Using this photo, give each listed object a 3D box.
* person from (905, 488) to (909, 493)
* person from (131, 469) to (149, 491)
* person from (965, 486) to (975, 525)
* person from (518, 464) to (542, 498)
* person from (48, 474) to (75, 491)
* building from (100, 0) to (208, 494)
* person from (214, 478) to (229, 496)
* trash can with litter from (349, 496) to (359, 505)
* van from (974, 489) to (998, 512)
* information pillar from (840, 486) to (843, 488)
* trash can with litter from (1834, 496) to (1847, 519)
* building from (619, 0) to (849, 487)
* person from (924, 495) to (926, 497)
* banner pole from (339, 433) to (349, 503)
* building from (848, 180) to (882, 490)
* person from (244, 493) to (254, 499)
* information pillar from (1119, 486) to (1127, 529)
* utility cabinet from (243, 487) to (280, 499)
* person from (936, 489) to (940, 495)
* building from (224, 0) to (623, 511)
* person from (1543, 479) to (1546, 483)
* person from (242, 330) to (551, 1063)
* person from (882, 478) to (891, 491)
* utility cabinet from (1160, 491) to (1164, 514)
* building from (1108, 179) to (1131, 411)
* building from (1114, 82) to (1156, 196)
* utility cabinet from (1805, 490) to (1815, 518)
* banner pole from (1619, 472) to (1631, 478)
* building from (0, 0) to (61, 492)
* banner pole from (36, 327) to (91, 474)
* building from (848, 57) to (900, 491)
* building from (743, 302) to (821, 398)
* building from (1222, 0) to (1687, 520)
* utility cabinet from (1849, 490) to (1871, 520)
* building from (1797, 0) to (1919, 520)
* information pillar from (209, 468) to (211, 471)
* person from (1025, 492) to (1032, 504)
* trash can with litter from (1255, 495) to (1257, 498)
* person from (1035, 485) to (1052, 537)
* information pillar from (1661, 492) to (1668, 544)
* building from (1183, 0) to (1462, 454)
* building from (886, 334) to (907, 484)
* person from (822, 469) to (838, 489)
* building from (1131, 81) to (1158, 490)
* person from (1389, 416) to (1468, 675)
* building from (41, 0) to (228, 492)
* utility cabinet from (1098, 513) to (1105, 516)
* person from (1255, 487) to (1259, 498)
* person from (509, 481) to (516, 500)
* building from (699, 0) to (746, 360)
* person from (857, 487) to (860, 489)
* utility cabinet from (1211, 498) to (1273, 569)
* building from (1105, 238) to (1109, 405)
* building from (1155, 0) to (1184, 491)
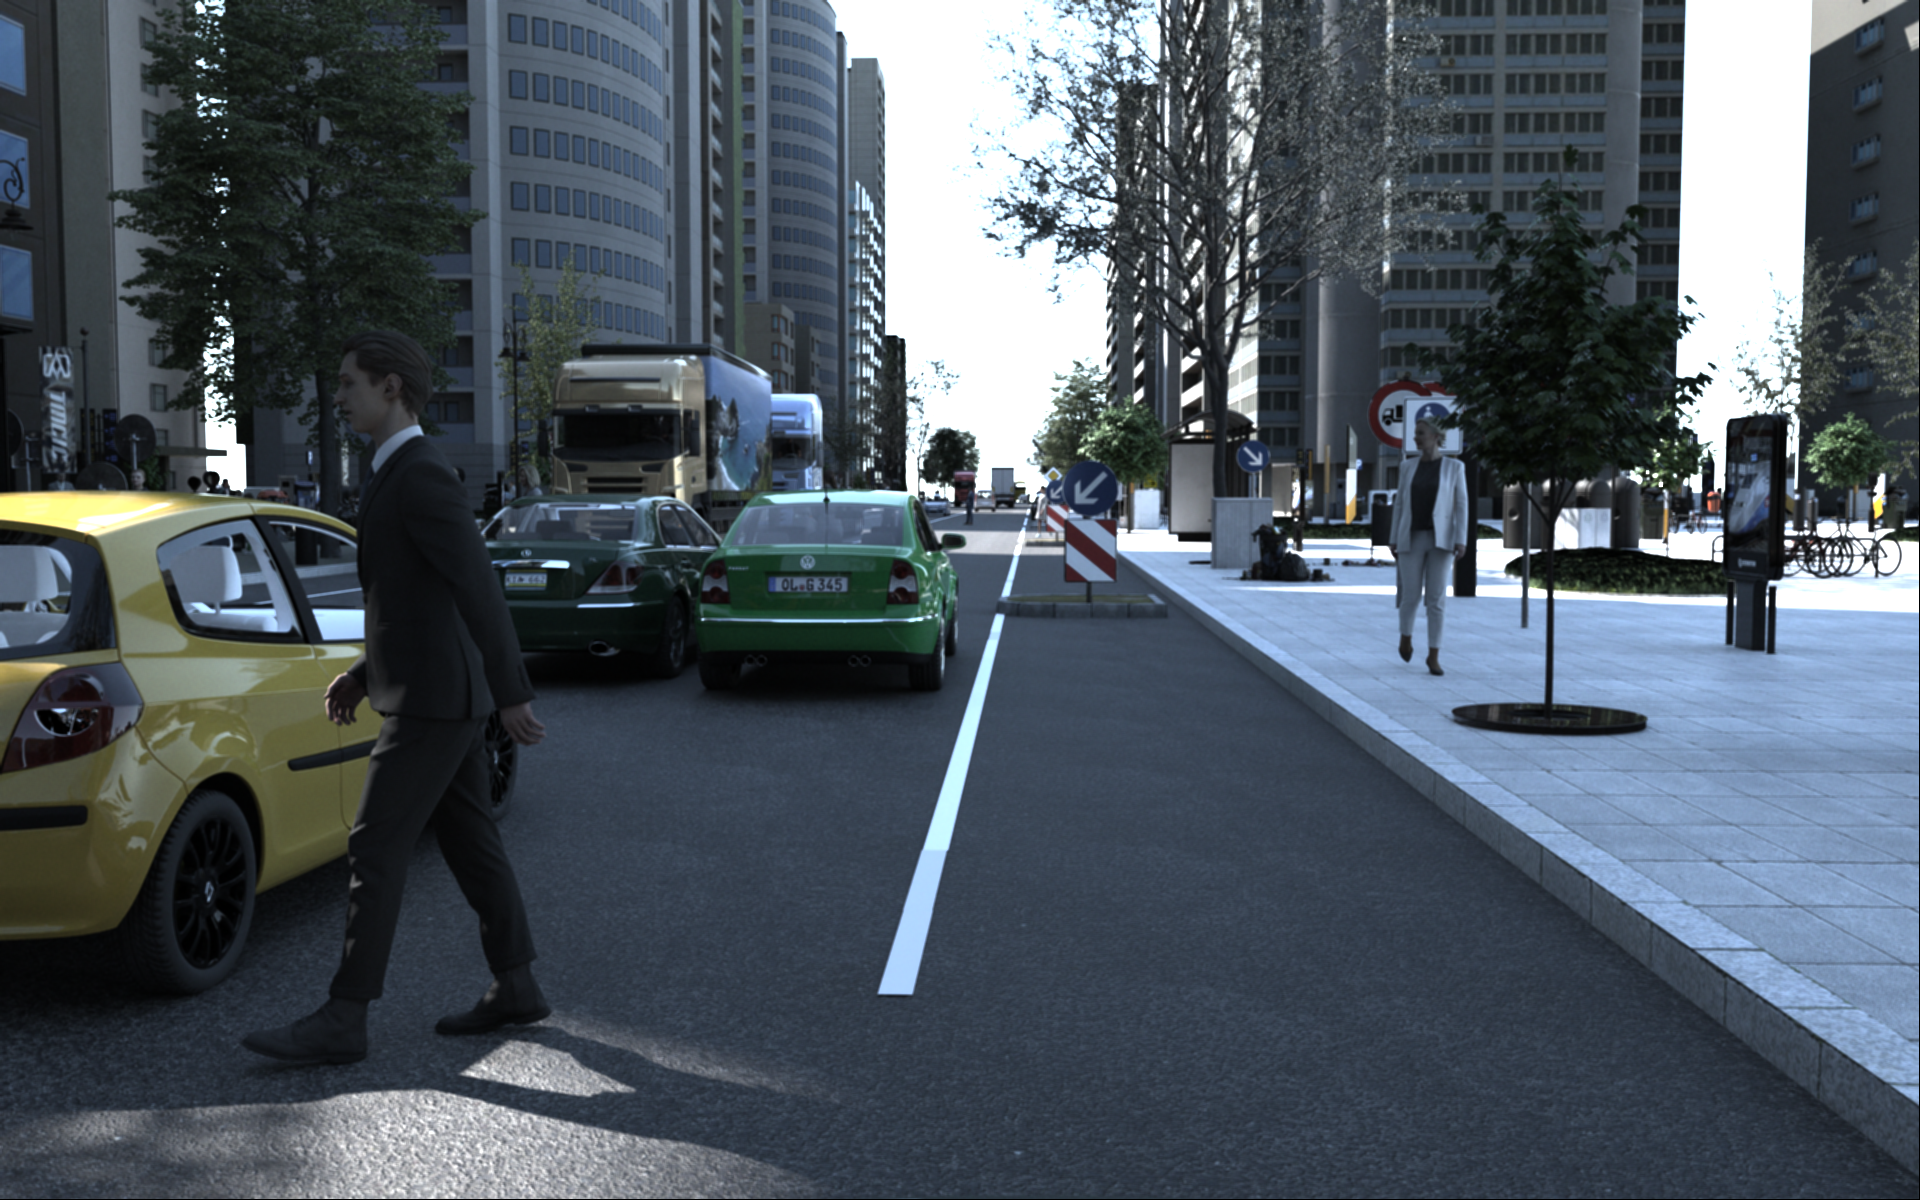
[{"bbox_3d":[-3.704,-7.160,125.410,0.795,1.843,0.661,0,4,5],"label":"person"},{"bbox_3d":[-11.120,-0.893,23.518,0.576,1.772,0.534,0,4,4],"label":"person"},{"bbox_3d":[0.467,-4.445,81.364,0.419,1.800,0.721,-2,4,-27],"label":"person"},{"bbox_3d":[-5.324,-0.793,21.646,0.728,1.800,0.709,-2,4,-29],"label":"person"},{"bbox_3d":[-19.630,-1.943,37.936,0.709,1.813,0.853,-3,5,-41],"label":"person"},{"bbox_3d":[-52.080,-25.215,95.866,14.086,41.232,14.154,0,4,2],"label":"building"},{"bbox_3d":[-24.900,-3.224,58.748,0.713,1.824,0.794,1,4,17],"label":"person"},{"bbox_3d":[-20.243,-2.956,59.386,2.233,1.210,1.678,-2,4,-25],"label":"trash can with litter"},{"bbox_3d":[2.033,-8.149,140.255,2.013,2.044,4.112,0,4,2],"label":"van"},{"bbox_3d":[-10.386,-8.961,151.002,0.304,2.012,0.304,2,4,28],"label":"information pillar"},{"bbox_3d":[44.910,-4.693,88.115,0.624,1.170,1.055,3,5,39],"label":"trash can with litter"},{"bbox_3d":[-24.774,-40.210,199.429,21.231,58.520,28.212,0,4,2],"label":"building"},{"bbox_3d":[-6.255,-18.374,307.132,0.621,1.740,0.551,0,4,-3],"label":"person"},{"bbox_3d":[-25.406,-4.975,71.352,0.863,3.779,0.401,3,5,39],"label":"banner pole"},{"bbox_3d":[-23.898,-39.415,264.044,23.786,49.044,30.456,0,4,2],"label":"building"},{"bbox_3d":[-15.136,-1.634,37.001,0.306,1.304,0.590,1,4,17],"label":"person"},{"bbox_3d":[6.048,-3.605,63.441,0.304,2.012,0.304,-3,5,-40],"label":"information pillar"},{"bbox_3d":[-22.734,-2.917,56.376,1.173,1.500,0.318,1,4,14],"label":"utility cabinet"},{"bbox_3d":[-1.607,-7.269,127.698,0.721,1.781,0.623,2,4,23],"label":"person"},{"bbox_3d":[-28.921,-34.461,105.436,21.231,58.520,28.212,0,4,2],"label":"building"},{"bbox_3d":[20.945,-3.412,61.946,0.709,1.813,0.853,-1,4,-17],"label":"person"},{"bbox_3d":[-1.450,0.234,4.456,0.755,1.850,0.659,-1,4,-15],"label":"person"},{"bbox_3d":[-1.939,-2.270,45.387,0.755,1.850,0.659,1,4,19],"label":"person"},{"bbox_3d":[13.286,-6.352,112.535,1.173,1.500,0.318,0,4,5],"label":"utility cabinet"},{"bbox_3d":[33.848,-38.923,260.085,21.300,48.544,21.600,0,4,2],"label":"building"},{"bbox_3d":[35.357,-52.865,302.594,20.563,71.187,20.611,0,4,2],"label":"building"},{"bbox_3d":[42.799,-4.833,87.691,0.318,1.500,1.173,0,4,0],"label":"utility cabinet"},{"bbox_3d":[32.964,-5.857,85.775,0.863,3.779,0.401,-1,4,-13],"label":"banner pole"},{"bbox_3d":[-28.070,-23.378,32.342,14.600,45.320,14.200,0,4,2],"label":"building"},{"bbox_3d":[-13.278,-2.193,25.877,0.863,3.779,0.401,-3,5,-39],"label":"banner pole"},{"bbox_3d":[-20.687,-52.043,289.150,20.563,71.187,20.611,0,4,2],"label":"building"},{"bbox_3d":[-29.355,-20.006,172.132,27.650,21.520,28.899,0,4,2],"label":"building"},{"bbox_3d":[28.449,-25.089,102.080,23.993,40.220,32.217,0,4,2],"label":"building"},{"bbox_3d":[44.186,-4.658,84.837,1.173,1.500,0.318,2,4,34],"label":"utility cabinet"},{"bbox_3d":[58.966,-28.799,94.561,21.600,48.544,21.300,0,4,2],"label":"building"},{"bbox_3d":[-67.383,-10.051,155.692,0.183,3.616,0.504,0,4,-8],"label":"information pillar"},{"bbox_3d":[9.807,-14.566,246.680,1.348,1.821,0.705,-3,4,-37],"label":"person"},{"bbox_3d":[22.096,-7.187,128.567,1.678,1.210,2.233,2,4,27],"label":"trash can with litter"},{"bbox_3d":[2.783,-2.967,57.768,0.466,1.731,0.760,3,4,35],"label":"person"},{"bbox_3d":[18.212,-3.258,44.615,0.183,3.616,0.504,1,4,22],"label":"information pillar"},{"bbox_3d":[29.943,-31.772,143.175,21.300,48.544,21.600,0,4,2],"label":"building"},{"bbox_3d":[-16.932,-32.792,307.852,14.160,30.474,14.107,0,4,2],"label":"building"},{"bbox_3d":[-1.954,-1.001,25.136,0.520,1.790,0.573,-1,4,-22],"label":"person"},{"bbox_3d":[31.035,-35.017,196.232,21.300,48.544,21.600,0,4,2],"label":"building"},{"bbox_3d":[3.389,-0.407,12.576,0.514,1.842,0.818,0,4,6],"label":"person"},{"bbox_3d":[-43.049,-24.512,55.404,28.867,44.769,22.147,0,4,2],"label":"building"},{"bbox_3d":[8.377,-5.644,100.963,1.173,1.500,0.318,-3,5,-45],"label":"utility cabinet"},{"bbox_3d":[22.903,-7.804,133.818,0.466,1.800,0.511,1,4,9],"label":"person"},{"bbox_3d":[-17.827,-3.845,69.038,0.853,1.813,0.709,0,4,3],"label":"person"},{"bbox_3d":[-24.985,-27.663,135.885,14.154,41.232,14.086,0,4,2],"label":"building"},{"bbox_3d":[-7.946,-7.802,133.783,0.526,1.800,0.537,1,4,9],"label":"person"},{"bbox_3d":[4.860,-1.142,29.838,1.020,1.237,0.306,0,4,-6],"label":"utility cabinet"},{"bbox_3d":[34.801,-40.257,281.907,21.300,48.544,21.600,0,4,2],"label":"building"},{"bbox_3d":[30.019,-38.474,171.056,21.231,58.520,28.212,0,4,2],"label":"building"}]
